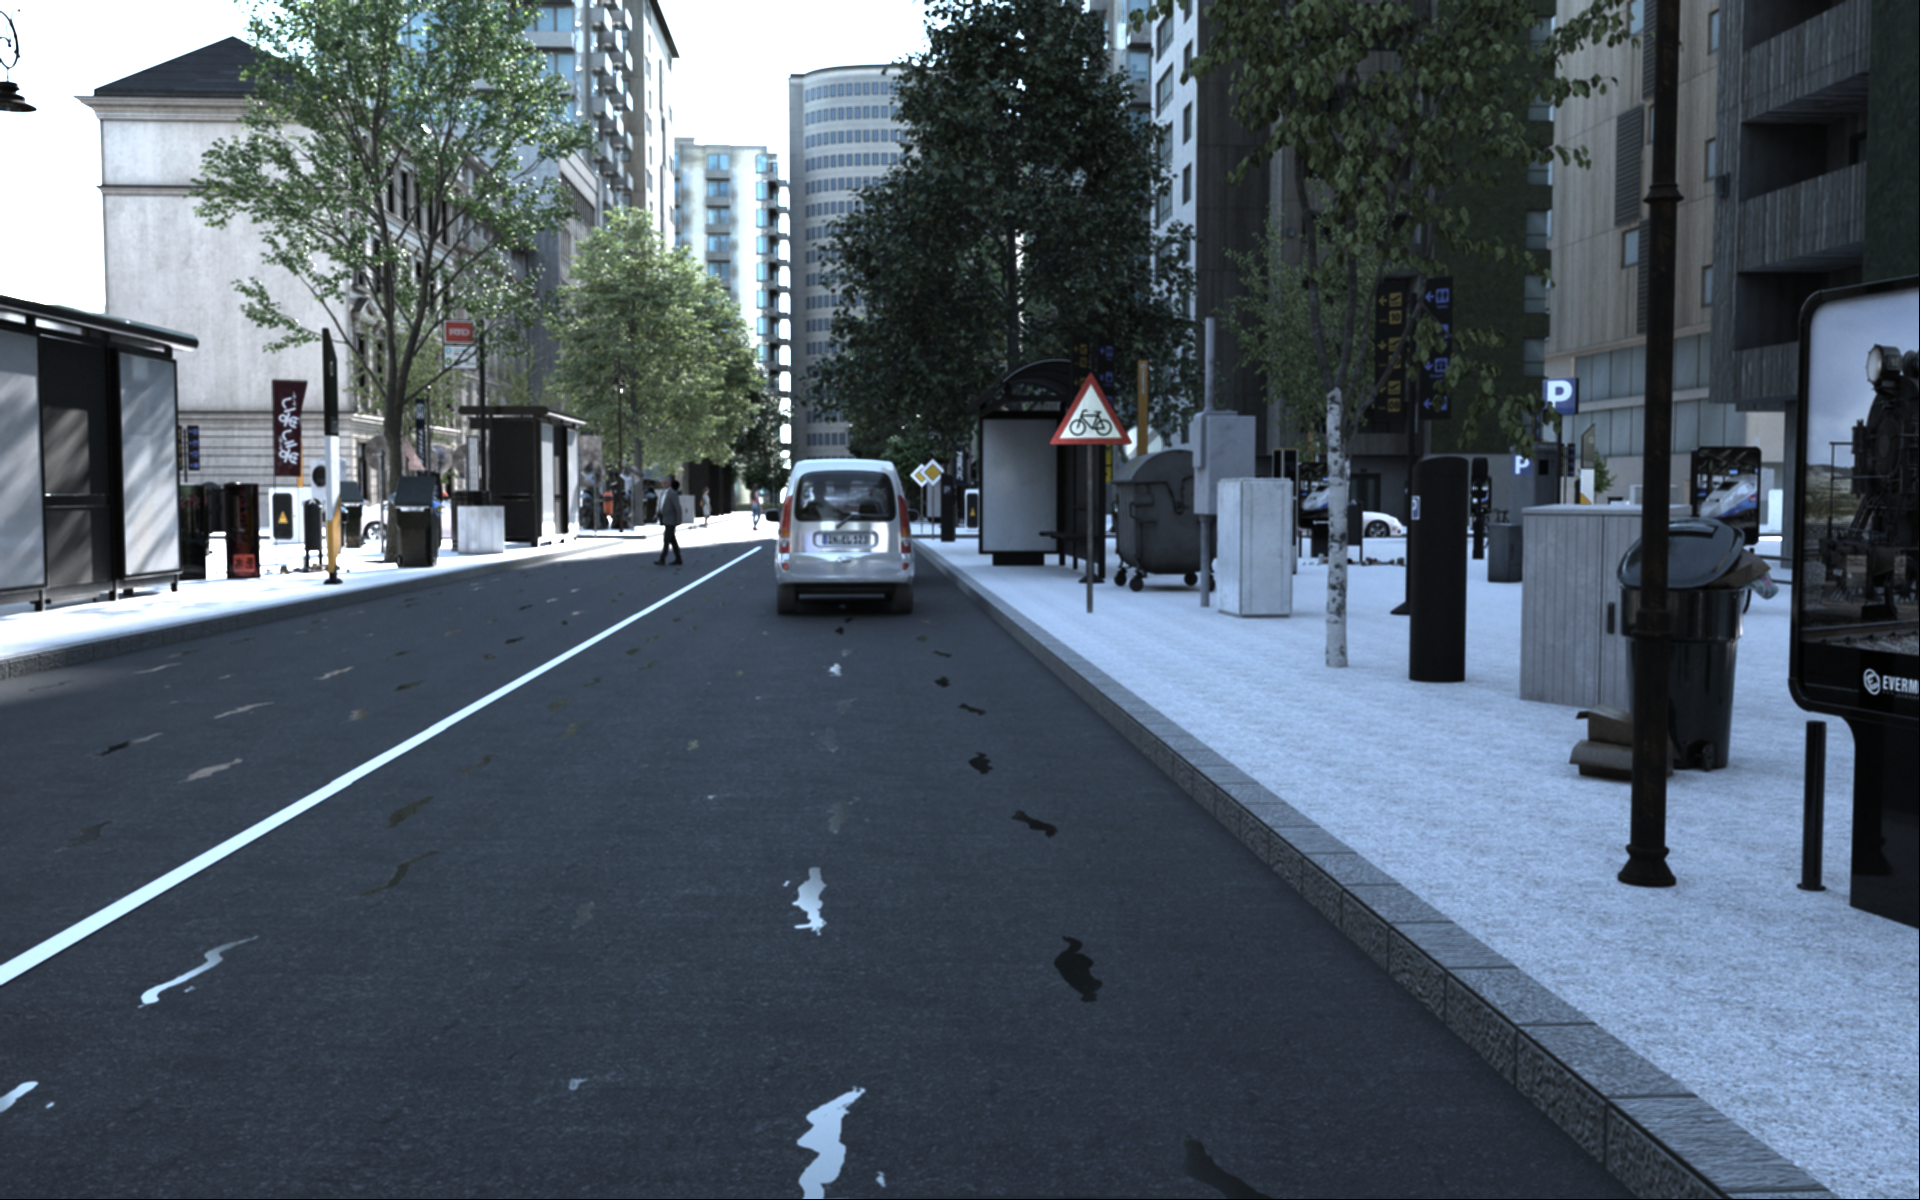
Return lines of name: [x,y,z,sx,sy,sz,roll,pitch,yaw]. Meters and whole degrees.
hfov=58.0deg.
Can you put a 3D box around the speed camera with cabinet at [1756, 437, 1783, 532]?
speed camera with cabinet: [27.916,-3.975,59.333,0.660,3.252,2.038,-1,4,-15]

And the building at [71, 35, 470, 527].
building: [-28.727,-12.895,75.453,10.561,19.102,19.286,0,4,-3]

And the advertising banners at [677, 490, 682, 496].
advertising banners: [-17.059,-6.656,105.008,0.090,3.025,2.074,-2,4,-28]

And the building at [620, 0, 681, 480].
building: [-43.919,-36.084,179.218,27.495,52.752,28.713,0,4,-3]

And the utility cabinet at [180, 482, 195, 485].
utility cabinet: [-13.931,-1.373,31.126,0.318,1.500,1.173,-2,4,-29]

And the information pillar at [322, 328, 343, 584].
information pillar: [-8.967,-2.041,24.726,0.183,3.616,0.504,0,4,-7]

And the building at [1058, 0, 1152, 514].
building: [18.617,-30.422,117.003,23.786,49.044,30.456,0,4,-3]

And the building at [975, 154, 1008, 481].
building: [8.537,-30.980,190.113,14.154,41.232,14.086,0,4,-3]

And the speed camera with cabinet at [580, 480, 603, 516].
speed camera with cabinet: [-23.520,-7.023,109.169,2.038,3.252,0.660,1,4,23]

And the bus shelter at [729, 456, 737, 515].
bus shelter: [-14.639,-6.972,105.274,1.731,3.624,6.357,0,4,-3]

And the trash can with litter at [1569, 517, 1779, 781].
trash can with litter: [3.288,0.207,8.007,0.624,1.170,1.055,3,5,43]

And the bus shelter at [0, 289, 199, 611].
bus shelter: [-10.792,-2.486,18.280,2.179,5.291,8.768,0,4,-3]

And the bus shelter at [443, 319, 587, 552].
bus shelter: [-10.942,-3.974,42.600,2.179,5.291,8.768,0,4,-3]

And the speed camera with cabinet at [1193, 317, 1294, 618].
speed camera with cabinet: [3.065,-1.499,18.841,0.660,3.252,2.038,0,4,-6]

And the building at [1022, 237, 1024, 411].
building: [14.700,-52.226,166.563,22.319,86.520,31.000,0,4,-3]

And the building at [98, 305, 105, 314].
building: [-72.815,-20.419,178.894,28.899,21.520,27.650,0,4,-3]

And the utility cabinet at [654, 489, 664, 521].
utility cabinet: [-14.539,-4.575,83.488,1.173,1.500,0.318,-2,4,-28]

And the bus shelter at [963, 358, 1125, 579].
bus shelter: [1.280,-2.117,28.539,2.014,3.302,5.546,0,4,-4]

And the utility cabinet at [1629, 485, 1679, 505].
utility cabinet: [17.520,-2.143,43.722,1.173,1.500,0.318,0,4,-7]

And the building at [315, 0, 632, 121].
building: [-39.433,-32.088,144.247,23.786,49.044,30.456,0,4,-3]

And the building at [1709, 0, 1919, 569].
building: [19.674,-15.578,26.404,14.160,30.474,14.107,0,4,-3]

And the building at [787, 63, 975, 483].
building: [-8.972,-42.395,235.158,28.212,58.520,21.231,0,4,-3]

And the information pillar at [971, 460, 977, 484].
information pillar: [0.920,-7.769,118.371,0.504,3.616,0.183,0,4,1]

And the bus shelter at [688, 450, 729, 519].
bus shelter: [-13.689,-6.226,93.079,1.731,3.624,6.357,0,4,-4]

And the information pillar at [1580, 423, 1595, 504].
information pillar: [20.786,-4.036,57.338,0.504,3.616,0.183,-1,4,-17]

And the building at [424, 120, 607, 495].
building: [-32.070,-18.459,119.825,12.078,24.808,19.932,0,4,-3]

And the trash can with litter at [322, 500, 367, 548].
trash can with litter: [-14.719,-1.839,41.461,1.055,1.170,0.624,1,4,10]

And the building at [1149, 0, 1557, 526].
building: [16.248,-18.563,75.206,14.107,30.474,14.160,0,4,-3]

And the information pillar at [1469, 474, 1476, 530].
information pillar: [18.473,-3.523,62.090,0.304,2.012,0.304,0,4,-2]

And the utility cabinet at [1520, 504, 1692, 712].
utility cabinet: [3.850,0.046,10.408,0.306,1.237,1.020,-2,4,-29]

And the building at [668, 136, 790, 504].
building: [-38.363,-37.599,234.351,30.456,49.044,23.786,0,4,-3]

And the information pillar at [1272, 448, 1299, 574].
information pillar: [5.197,-1.420,27.707,0.304,2.012,0.304,-1,4,-21]

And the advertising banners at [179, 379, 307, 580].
advertising banners: [-10.905,-1.835,26.196,2.074,3.025,0.090,-2,4,-35]

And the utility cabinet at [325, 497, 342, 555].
utility cabinet: [-13.386,-1.582,37.024,0.306,1.237,1.020,-1,4,-22]

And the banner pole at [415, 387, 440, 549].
banner pole: [-12.413,-3.066,40.152,0.401,3.779,0.863,1,4,9]

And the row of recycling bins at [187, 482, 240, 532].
row of recycling bins: [-26.059,-3.178,59.068,3.534,1.692,1.069,0,4,4]

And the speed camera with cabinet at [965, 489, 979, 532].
speed camera with cabinet: [0.985,-3.931,58.613,0.660,3.252,2.038,-3,4,-37]

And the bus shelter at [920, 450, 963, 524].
bus shelter: [-0.597,-4.892,73.912,2.014,3.302,5.546,0,4,-3]

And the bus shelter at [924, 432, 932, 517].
bus shelter: [-1.952,-7.193,95.235,2.179,5.291,8.768,0,4,-3]

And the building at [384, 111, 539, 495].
building: [-32.617,-15.663,97.887,13.314,21.916,24.055,0,4,-3]

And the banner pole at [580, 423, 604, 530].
banner pole: [-13.003,-4.350,61.140,0.863,3.779,0.401,1,4,9]

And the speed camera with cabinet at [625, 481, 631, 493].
speed camera with cabinet: [-19.517,-6.725,104.297,0.660,3.252,2.038,1,4,14]

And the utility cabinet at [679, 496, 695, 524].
utility cabinet: [-12.036,-3.915,75.168,1.020,1.237,0.306,0,4,-1]

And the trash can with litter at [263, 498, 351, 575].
trash can with litter: [-10.872,-1.060,28.394,1.678,1.210,2.233,0,4,4]

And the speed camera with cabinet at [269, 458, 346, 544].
speed camera with cabinet: [-16.670,-3.051,44.220,2.038,3.252,0.660,1,4,22]

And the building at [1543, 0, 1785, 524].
building: [44.572,-30.213,83.228,27.495,52.752,28.713,0,4,-3]

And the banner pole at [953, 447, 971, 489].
banner pole: [0.135,-4.332,60.840,0.863,3.779,0.401,-1,4,-19]

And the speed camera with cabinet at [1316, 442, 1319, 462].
speed camera with cabinet: [12.097,-3.918,58.401,0.660,3.252,2.038,1,4,22]
